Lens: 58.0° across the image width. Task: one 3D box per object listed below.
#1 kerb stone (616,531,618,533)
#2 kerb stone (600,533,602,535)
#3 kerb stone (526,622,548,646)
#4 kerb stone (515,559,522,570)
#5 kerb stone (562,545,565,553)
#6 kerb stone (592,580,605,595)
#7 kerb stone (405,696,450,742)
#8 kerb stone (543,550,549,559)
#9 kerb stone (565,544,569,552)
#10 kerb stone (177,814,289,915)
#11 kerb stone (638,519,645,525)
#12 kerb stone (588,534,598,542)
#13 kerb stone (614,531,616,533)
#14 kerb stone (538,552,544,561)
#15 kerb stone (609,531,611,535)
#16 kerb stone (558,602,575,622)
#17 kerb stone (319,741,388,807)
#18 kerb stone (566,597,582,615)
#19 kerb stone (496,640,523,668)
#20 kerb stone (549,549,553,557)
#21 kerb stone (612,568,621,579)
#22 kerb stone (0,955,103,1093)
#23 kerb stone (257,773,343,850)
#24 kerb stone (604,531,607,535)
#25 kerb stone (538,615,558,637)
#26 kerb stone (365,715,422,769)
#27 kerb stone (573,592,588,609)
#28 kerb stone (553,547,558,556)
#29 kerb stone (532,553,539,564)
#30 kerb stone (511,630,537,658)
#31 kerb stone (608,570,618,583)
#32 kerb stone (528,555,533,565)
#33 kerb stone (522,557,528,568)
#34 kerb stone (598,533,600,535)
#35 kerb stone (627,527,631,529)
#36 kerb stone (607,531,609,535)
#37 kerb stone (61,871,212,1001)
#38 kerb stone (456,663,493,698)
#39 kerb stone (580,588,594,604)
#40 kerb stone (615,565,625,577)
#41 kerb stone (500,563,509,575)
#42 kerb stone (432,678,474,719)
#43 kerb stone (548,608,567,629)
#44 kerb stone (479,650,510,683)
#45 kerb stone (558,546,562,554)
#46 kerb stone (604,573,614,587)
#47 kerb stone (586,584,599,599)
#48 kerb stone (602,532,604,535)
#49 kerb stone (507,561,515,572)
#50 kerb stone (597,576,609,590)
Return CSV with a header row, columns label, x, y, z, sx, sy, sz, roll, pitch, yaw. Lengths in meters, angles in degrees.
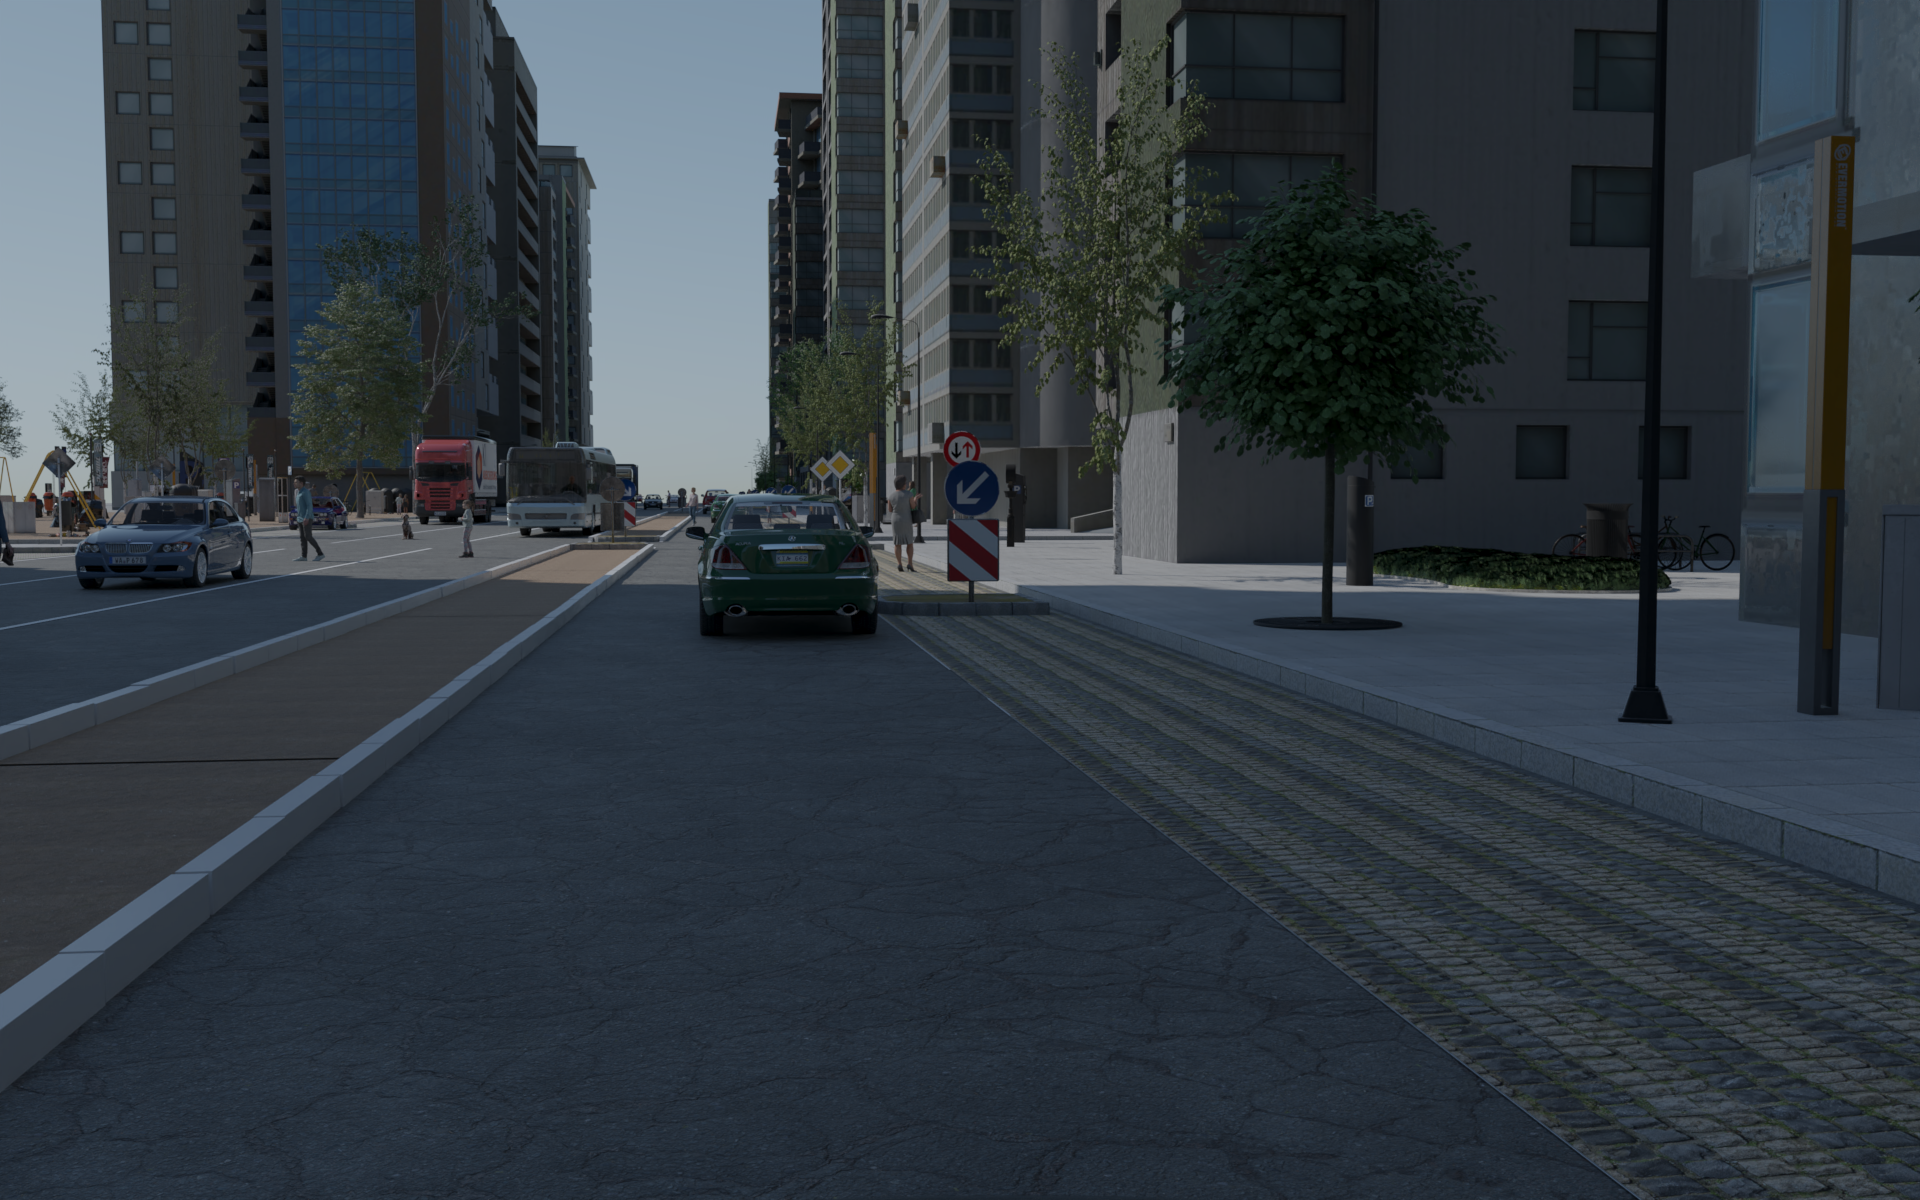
label,x,y,z,sx,sy,sz,roll,pitch,yaw
kerb stone,-12.539,-2.467,62.525,0.120,0.150,1.000,0,4,-8
kerb stone,-11.416,-1.970,54.408,0.120,0.150,1.000,0,4,-8
kerb stone,-4.068,0.347,16.532,0.120,0.150,1.000,0,4,-8
kerb stone,-8.398,-0.629,32.522,0.120,0.150,1.000,0,4,-8
kerb stone,-9.658,-1.190,41.661,0.120,0.150,1.000,0,4,-8
kerb stone,-5.189,-0.151,24.657,0.120,0.150,1.000,0,4,-8
kerb stone,-3.231,0.727,10.449,0.120,0.150,1.000,0,4,-8
kerb stone,-9.094,-0.942,37.592,0.120,0.150,1.000,0,4,-8
kerb stone,-9.798,-1.253,42.682,0.120,0.150,1.000,0,4,-8
kerb stone,-2.672,0.967,6.382,0.120,0.150,1.000,0,4,-8
kerb stone,-15.474,-3.763,83.858,0.120,0.150,1.000,0,4,-8
kerb stone,-11.137,-1.846,52.383,0.120,0.150,1.000,0,4,-8
kerb stone,-12.384,-2.405,61.515,0.120,0.150,1.000,0,4,-8
kerb stone,-8.952,-0.880,36.579,0.120,0.150,1.000,0,4,-8
kerb stone,-11.968,-2.219,58.478,0.120,0.150,1.000,0,4,-8
kerb stone,-4.482,0.161,19.579,0.120,0.150,1.000,0,4,-8
kerb stone,-2.950,0.843,8.410,0.120,0.150,1.000,0,4,-8
kerb stone,-4.630,0.102,20.592,0.120,0.150,1.000,0,4,-8
kerb stone,-3.797,0.470,14.503,0.120,0.150,1.000,0,4,-8
kerb stone,-9.242,-1.004,38.607,0.120,0.150,1.000,0,4,-8
kerb stone,-5.759,-0.395,28.724,0.120,0.150,1.000,0,4,-8
kerb stone,-2.385,1.092,4.345,0.120,0.150,1.000,0,4,-8
kerb stone,-2.818,0.905,7.395,0.120,0.150,1.000,0,4,-8
kerb stone,-11.695,-2.094,56.433,0.120,0.150,1.000,0,4,-8
kerb stone,-4.206,0.289,17.545,0.120,0.150,1.000,0,4,-8
kerb stone,-3.092,0.781,9.422,0.120,0.150,1.000,0,4,-8
kerb stone,-4.775,0.037,21.616,0.120,0.150,1.000,0,4,-8
kerb stone,-9.369,-1.065,39.622,0.120,0.150,1.000,0,4,-8
kerb stone,-8.809,-0.818,35.567,0.120,0.150,1.000,0,4,-8
kerb stone,-3.928,0.408,15.517,0.120,0.150,1.000,0,4,-8
kerb stone,-5.609,-0.337,27.703,0.120,0.150,1.000,0,4,-8
kerb stone,-8.680,-0.749,34.553,0.120,0.150,1.000,0,4,-8
kerb stone,-8.534,-0.694,33.541,0.120,0.150,1.000,0,4,-8
kerb stone,-11.276,-1.908,53.396,0.120,0.150,1.000,0,4,-8
kerb stone,-14.217,-3.213,74.726,0.120,0.150,1.000,0,4,-8
kerb stone,-11.832,-2.157,57.465,0.120,0.150,1.000,0,4,-8
kerb stone,-2.532,1.030,5.357,0.120,0.150,1.000,0,4,-8
kerb stone,-3.512,0.595,12.475,0.120,0.150,1.000,0,4,-8
kerb stone,-4.918,-0.025,22.628,0.120,0.150,1.000,0,4,-8
kerb stone,-5.889,-0.461,29.740,0.120,0.150,1.000,0,4,-8
kerb stone,-8.114,-0.507,30.492,0.120,0.150,1.000,0,4,-8
kerb stone,-3.369,0.660,11.463,0.120,0.150,1.000,0,4,-8
kerb stone,-4.345,0.222,18.558,0.120,0.150,1.000,0,4,-8
kerb stone,-3.647,0.532,13.492,0.120,0.150,1.000,0,4,-8
kerb stone,-9.510,-1.121,40.641,0.120,0.150,1.000,0,4,-8
kerb stone,-5.468,-0.275,26.688,0.120,0.150,1.000,0,4,-8
kerb stone,-5.059,-0.089,23.643,0.120,0.150,1.000,0,4,-8
kerb stone,-11.555,-2.032,55.421,0.120,0.150,1.000,0,4,-8
kerb stone,-8.262,-0.569,31.506,0.120,0.150,1.000,0,4,-8
kerb stone,-5.338,-0.213,25.673,0.120,0.150,1.000,0,4,-8
